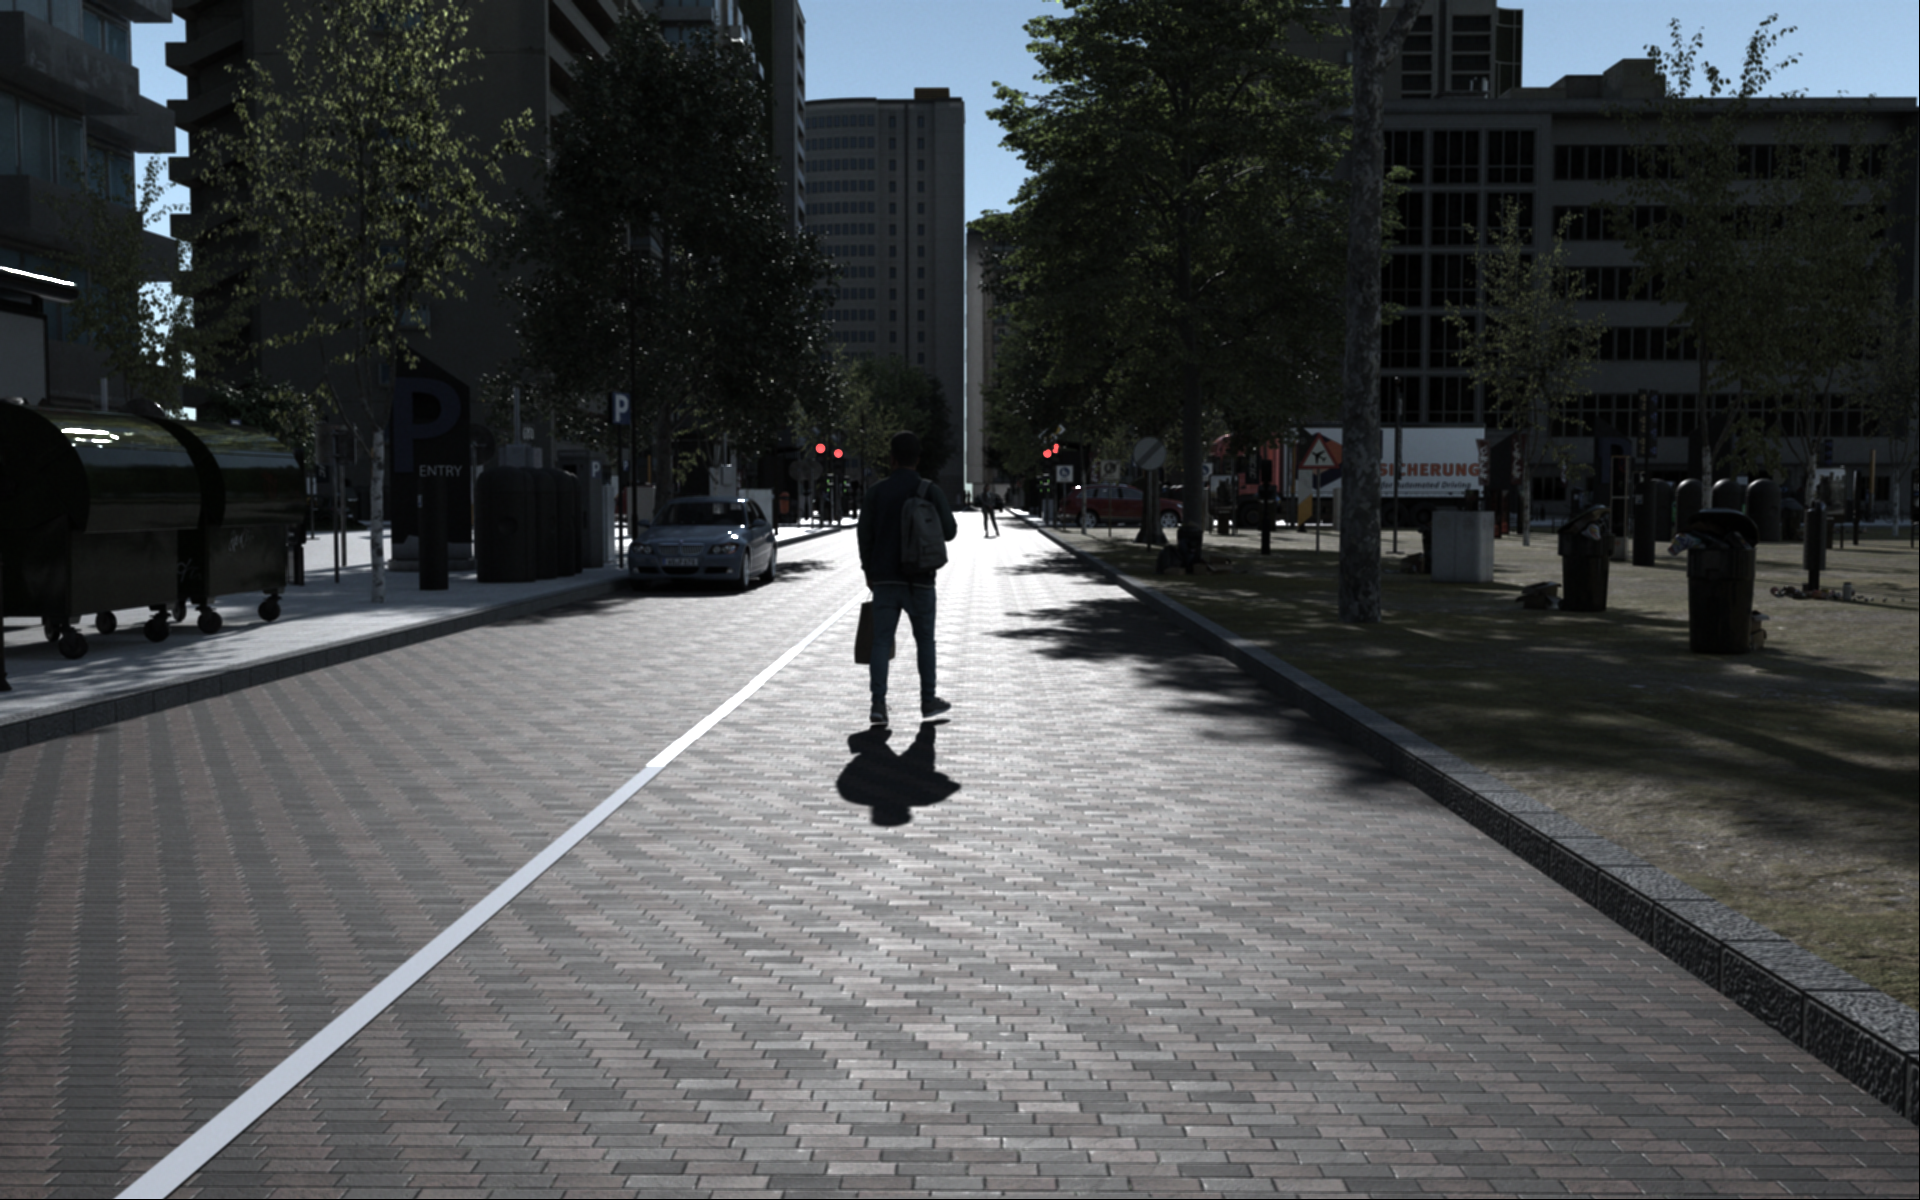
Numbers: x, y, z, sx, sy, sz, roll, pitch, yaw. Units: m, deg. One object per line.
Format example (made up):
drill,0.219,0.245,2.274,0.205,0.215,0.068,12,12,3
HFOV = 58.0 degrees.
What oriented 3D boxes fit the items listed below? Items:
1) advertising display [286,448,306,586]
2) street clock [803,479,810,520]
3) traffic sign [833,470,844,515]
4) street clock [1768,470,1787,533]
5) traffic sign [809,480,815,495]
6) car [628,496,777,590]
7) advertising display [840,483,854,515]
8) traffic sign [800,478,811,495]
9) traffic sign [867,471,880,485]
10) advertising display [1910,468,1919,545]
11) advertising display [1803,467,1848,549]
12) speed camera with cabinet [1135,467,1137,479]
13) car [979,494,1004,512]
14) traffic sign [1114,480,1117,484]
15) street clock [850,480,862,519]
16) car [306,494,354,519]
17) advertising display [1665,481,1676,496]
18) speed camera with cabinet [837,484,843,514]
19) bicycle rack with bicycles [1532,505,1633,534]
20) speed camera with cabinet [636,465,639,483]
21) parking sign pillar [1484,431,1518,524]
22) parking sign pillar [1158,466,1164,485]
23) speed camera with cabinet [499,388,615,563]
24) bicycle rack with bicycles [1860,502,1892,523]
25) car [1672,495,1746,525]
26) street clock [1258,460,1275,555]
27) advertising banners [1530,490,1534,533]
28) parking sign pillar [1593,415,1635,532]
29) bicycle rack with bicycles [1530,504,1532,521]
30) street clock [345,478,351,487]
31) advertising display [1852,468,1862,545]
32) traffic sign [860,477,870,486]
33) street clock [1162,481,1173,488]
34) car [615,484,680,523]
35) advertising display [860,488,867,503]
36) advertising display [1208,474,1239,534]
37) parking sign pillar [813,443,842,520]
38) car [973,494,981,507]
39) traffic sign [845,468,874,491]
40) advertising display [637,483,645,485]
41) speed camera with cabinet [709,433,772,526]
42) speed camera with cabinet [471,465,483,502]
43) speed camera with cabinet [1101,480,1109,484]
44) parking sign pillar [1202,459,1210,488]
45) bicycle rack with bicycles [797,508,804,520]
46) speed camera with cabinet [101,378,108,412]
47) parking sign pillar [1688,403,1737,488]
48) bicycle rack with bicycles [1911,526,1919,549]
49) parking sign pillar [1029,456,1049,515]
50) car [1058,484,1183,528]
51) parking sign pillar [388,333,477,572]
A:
advertising display,-9.428,-1.180,24.514,0.123,1.923,0.974,-2,4,-33
street clock,-7.513,-4.904,84.757,0.358,2.002,0.471,0,4,-2
traffic sign,-6.351,-5.444,89.109,0.768,2.556,0.104,0,4,5
street clock,24.121,-2.850,51.160,0.471,2.002,0.358,-1,4,-9
traffic sign,-8.542,-5.906,98.684,0.606,2.300,0.079,0,4,2
car,-3.982,-0.940,27.370,2.014,1.417,4.499,0,4,2
advertising display,-6.488,-5.717,98.683,0.974,1.923,0.123,1,4,14
traffic sign,-8.670,-5.886,96.335,0.768,2.556,0.104,0,4,7
traffic sign,-4.906,-6.063,99.137,0.884,2.594,0.081,1,4,10
advertising display,24.330,-2.332,43.334,0.974,1.923,0.123,1,4,14
advertising display,20.356,-2.174,40.760,0.974,1.923,0.123,0,4,-2
speed camera with cabinet,12.569,-7.960,124.479,0.660,3.252,2.038,2,4,28
car,2.559,-7.872,138.492,2.009,1.686,4.222,0,4,1
traffic sign,9.323,-6.547,107.154,0.768,2.556,0.104,1,4,10
street clock,-5.504,-5.264,90.639,0.358,2.002,0.471,3,4,37
car,-26.317,-3.617,68.929,4.222,1.686,2.009,0,4,-1
advertising display,34.031,-4.784,83.426,0.123,1.923,0.974,-1,4,-23
speed camera with cabinet,-7.868,-7.079,110.079,0.660,3.252,2.038,-2,4,-24
bicycle rack with bicycles,20.626,-2.602,55.917,2.925,0.926,2.852,-3,5,-41
speed camera with cabinet,-21.965,-7.551,117.794,0.660,3.252,2.038,1,4,9
parking sign pillar,23.117,-5.227,73.929,1.447,3.967,1.447,2,4,30
parking sign pillar,15.418,-8.938,134.614,1.447,3.967,1.447,-1,4,-19
speed camera with cabinet,-7.538,-2.329,32.414,2.038,3.252,0.660,0,4,3
bicycle rack with bicycles,40.510,-3.919,77.464,2.925,0.926,2.852,-1,4,-21
car,28.803,-3.664,68.696,4.718,1.807,1.959,0,4,2
street clock,6.479,-1.963,36.661,0.358,2.002,0.471,1,4,8
advertising banners,17.363,-3.614,55.274,2.074,3.025,0.090,-1,4,-14
parking sign pillar,22.401,-4.332,59.303,1.447,3.967,1.447,0,4,-7
bicycle rack with bicycles,26.855,-4.257,82.988,2.852,0.926,2.925,1,4,18
street clock,-28.465,-4.631,80.280,0.471,2.002,0.358,1,4,15
advertising display,22.627,-2.355,43.717,0.123,1.923,0.974,2,4,23
traffic sign,-7.000,-7.815,127.880,0.768,2.556,0.104,0,4,3
street clock,11.646,-5.695,97.677,0.471,2.002,0.358,-2,4,-27
car,-11.154,-3.680,68.849,5.304,1.827,2.281,0,4,-1
advertising display,-6.982,-7.620,129.793,0.974,1.923,0.123,0,4,-1
advertising display,8.482,-3.091,55.752,0.974,1.923,0.123,0,4,-4
parking sign pillar,-6.715,-6.067,87.668,1.447,3.967,1.447,0,4,5
car,2.529,-11.130,193.765,2.131,1.459,4.920,0,4,1
traffic sign,-7.788,-8.544,133.570,2.265,3.308,0.079,0,4,2
advertising display,-18.651,-5.867,101.132,0.974,1.923,0.123,3,4,37
speed camera with cabinet,-7.090,-3.776,56.067,2.038,3.252,0.660,-3,4,-38
speed camera with cabinet,-13.400,-3.323,48.662,2.038,3.252,0.660,3,5,40
speed camera with cabinet,9.066,-6.762,104.886,0.660,3.252,2.038,-1,4,-13
parking sign pillar,14.067,-6.659,97.353,1.447,3.967,1.447,3,5,43
bicycle rack with bicycles,-9.159,-4.234,82.600,2.925,0.926,2.852,1,4,12
speed camera with cabinet,-14.882,-2.116,28.935,0.660,3.252,2.038,3,5,41
parking sign pillar,22.475,-3.871,51.763,1.447,3.967,1.447,-3,5,-41
bicycle rack with bicycles,23.601,-1.650,40.352,2.852,0.926,2.925,-1,4,-15
parking sign pillar,5.024,-7.326,108.244,1.447,3.967,1.447,1,4,15
car,6.514,-3.657,68.471,5.304,1.827,2.281,0,4,1
parking sign pillar,-8.900,-2.486,29.122,1.447,3.967,1.447,-1,4,-14
